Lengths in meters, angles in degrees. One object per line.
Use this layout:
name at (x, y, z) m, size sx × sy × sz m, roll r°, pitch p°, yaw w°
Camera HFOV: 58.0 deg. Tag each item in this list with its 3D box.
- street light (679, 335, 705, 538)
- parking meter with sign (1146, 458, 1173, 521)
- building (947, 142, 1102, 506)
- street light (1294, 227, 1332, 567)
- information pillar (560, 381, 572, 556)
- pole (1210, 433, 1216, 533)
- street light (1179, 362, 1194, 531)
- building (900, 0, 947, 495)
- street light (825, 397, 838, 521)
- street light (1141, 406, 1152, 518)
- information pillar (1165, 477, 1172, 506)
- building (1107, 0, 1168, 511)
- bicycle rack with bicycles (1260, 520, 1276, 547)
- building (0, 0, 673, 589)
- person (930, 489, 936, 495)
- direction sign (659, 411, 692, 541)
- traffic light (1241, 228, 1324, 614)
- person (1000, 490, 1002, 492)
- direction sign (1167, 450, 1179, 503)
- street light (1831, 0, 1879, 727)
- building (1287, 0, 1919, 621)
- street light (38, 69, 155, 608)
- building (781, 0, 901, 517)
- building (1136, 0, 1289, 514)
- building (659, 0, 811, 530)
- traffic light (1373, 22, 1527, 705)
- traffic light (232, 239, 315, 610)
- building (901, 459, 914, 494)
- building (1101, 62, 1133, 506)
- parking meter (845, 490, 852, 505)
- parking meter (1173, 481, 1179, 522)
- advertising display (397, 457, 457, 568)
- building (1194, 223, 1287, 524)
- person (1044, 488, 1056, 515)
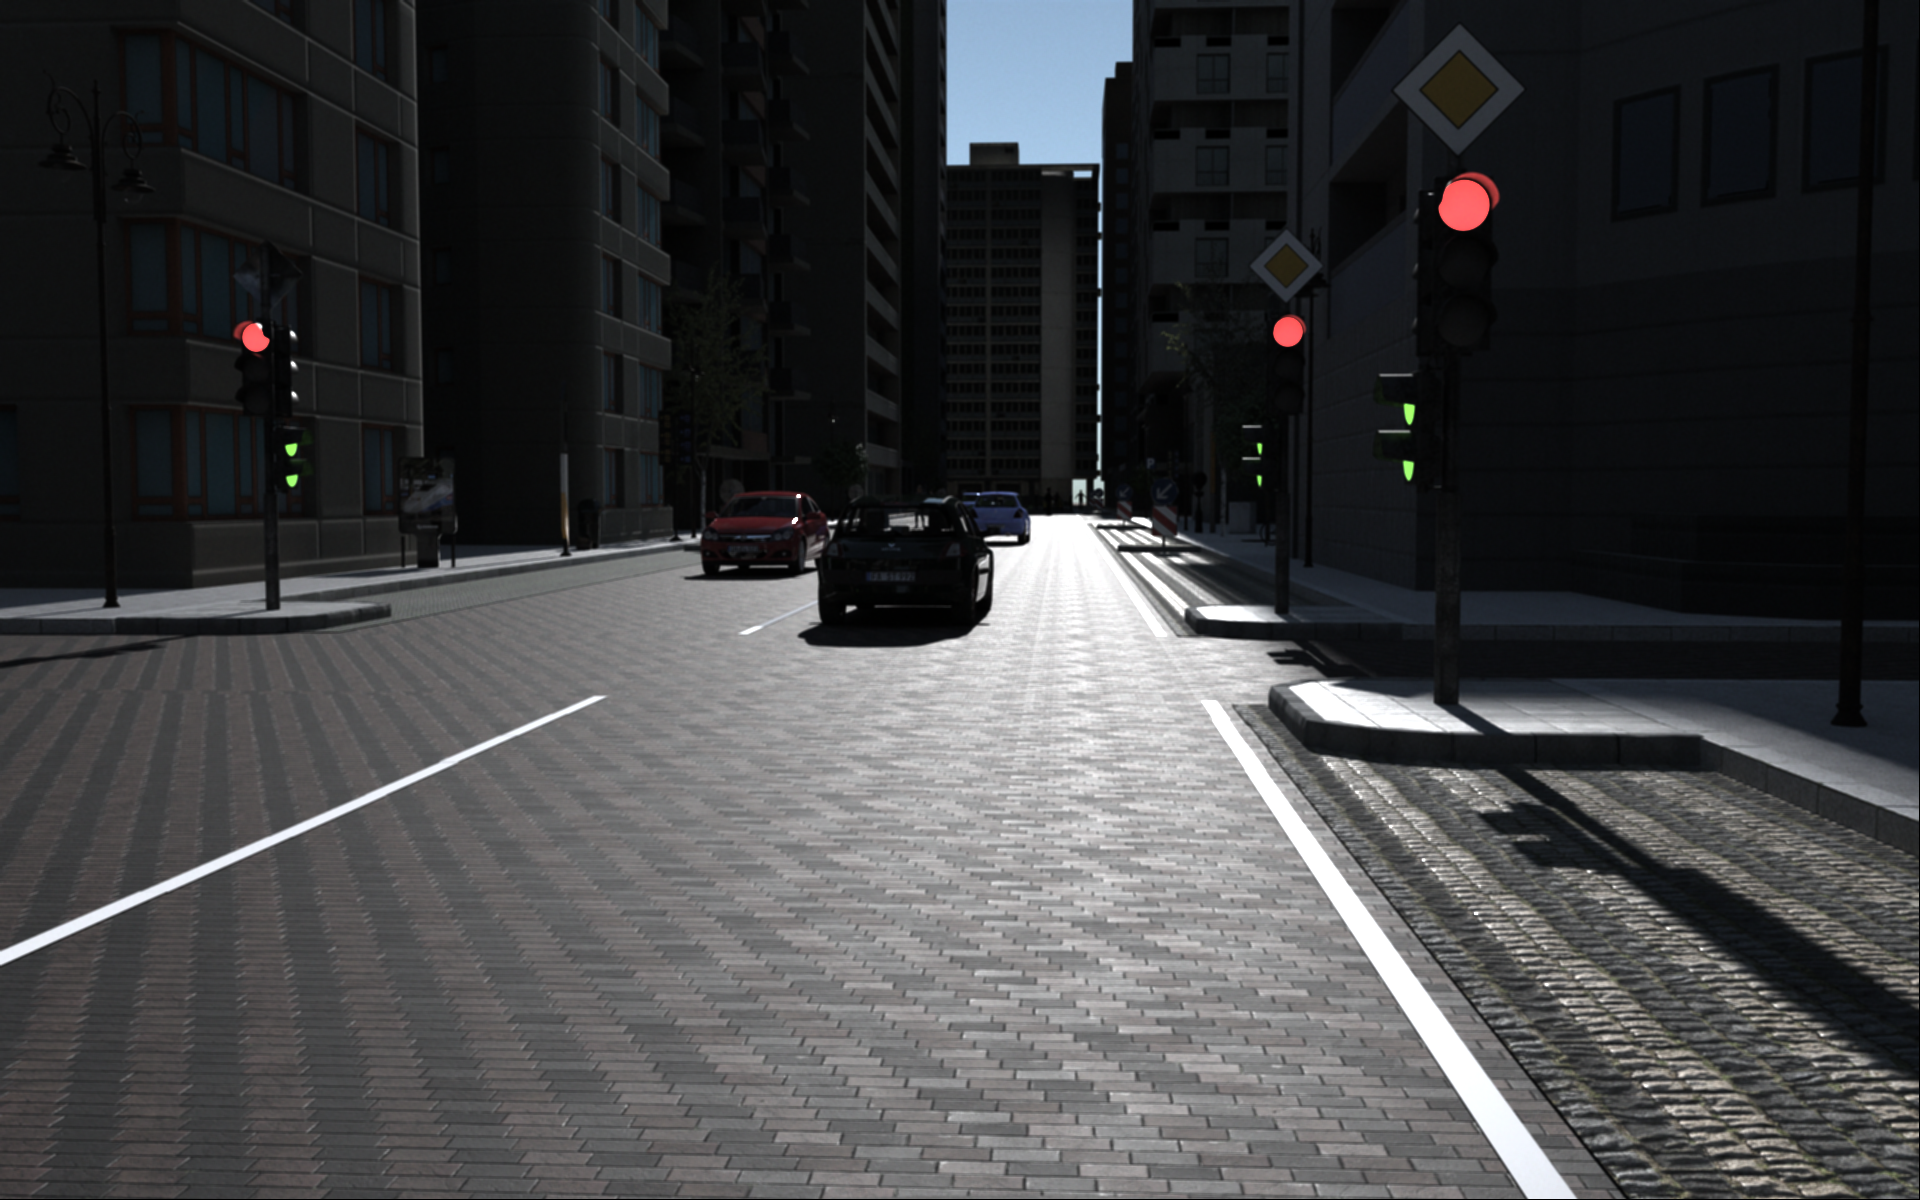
street light at (-7.780, -4.751, 50.460) m, size 0.468 × 5.910 × 1.993 m, roll 0°, pitch 4°, yaw 3°
parking meter with sign at (9.697, -5.345, 83.644) m, size 0.543 × 3.016 × 1.738 m, roll 3°, pitch 5°, yaw 41°
building at (3.745, -30.722, 194.177) m, size 23.993 × 40.220 × 32.217 m, roll 0°, pitch 4°, yaw 3°
street light at (6.127, -3.517, 30.283) m, size 0.468 × 5.910 × 1.993 m, roll 0°, pitch 4°, yaw 3°
information pillar at (-8.162, -2.714, 35.723) m, size 0.183 × 3.616 × 0.504 m, roll 0°, pitch 4°, yaw -5°
pole at (8.318, -3.857, 56.900) m, size 0.158 × 3.312 × 0.155 m, roll 0°, pitch 3°, yaw 0°
street light at (7.961, -5.387, 60.866) m, size 0.468 × 5.910 × 1.993 m, roll 0°, pitch 4°, yaw 3°
building at (-15.505, -37.784, 159.770) m, size 28.212 × 58.520 × 21.231 m, roll 0°, pitch 4°, yaw 3°
street light at (-5.967, -6.612, 80.894) m, size 0.468 × 5.910 × 1.993 m, roll 0°, pitch 4°, yaw 3°
street light at (9.819, -7.250, 91.322) m, size 0.468 × 5.910 × 1.993 m, roll 0°, pitch 4°, yaw 3°
information pillar at (8.992, -4.297, 74.740) m, size 0.304 × 2.012 × 0.304 m, roll 1°, pitch 4°, yaw 10°
building at (24.049, -43.964, 157.063) m, size 20.563 × 71.187 × 20.611 m, roll 0°, pitch 4°, yaw 3°
bicycle rack with bicycles at (8.630, -1.778, 42.459) m, size 2.925 × 0.926 × 2.852 m, roll 3°, pitch 4°, yaw 39°
building at (-23.304, -11.799, 37.949) m, size 27.650 × 21.520 × 28.899 m, roll 0°, pitch 4°, yaw 3°
person at (-1.786, -6.203, 110.726) m, size 0.445 × 1.727 × 0.742 m, roll 1°, pitch 4°, yaw 19°
direction sign at (-7.748, -3.375, 47.178) m, size 0.876 × 3.537 × 0.379 m, roll -1°, pitch 4°, yaw -13°
traffic light at (3.434, -1.807, 18.469) m, size 0.839 × 4.253 × 0.868 m, roll 0°, pitch 4°, yaw 3°
person at (3.163, -7.757, 136.041) m, size 1.217 × 1.735 × 0.721 m, roll -1°, pitch 4°, yaw -12°
direction sign at (10.844, -5.891, 88.312) m, size 0.876 × 3.537 × 0.379 m, roll -3°, pitch 5°, yaw -42°
street light at (4.937, -2.242, 9.441) m, size 0.468 × 5.910 × 1.993 m, roll 0°, pitch 4°, yaw 3°
building at (20.262, -29.527, 24.766) m, size 28.212 × 58.520 × 21.231 m, roll 0°, pitch 4°, yaw 3°
street light at (-9.625, -2.855, 19.471) m, size 0.468 × 5.910 × 1.993 m, roll 0°, pitch 4°, yaw 3°
building at (-15.211, -29.437, 104.994) m, size 21.300 × 48.544 × 21.600 m, roll 0°, pitch 4°, yaw 3°
building at (25.582, -32.027, 112.876) m, size 28.713 × 52.752 × 27.495 m, roll 0°, pitch 4°, yaw 3°
building at (-18.495, -25.640, 73.833) m, size 22.147 × 44.769 × 28.867 m, roll 0°, pitch 4°, yaw 3°
traffic light at (2.961, -1.320, 10.498) m, size 0.839 × 4.253 × 0.868 m, roll 0°, pitch 4°, yaw 3°
traffic light at (-7.608, -1.846, 19.107) m, size 0.839 × 4.253 × 0.868 m, roll 0°, pitch 4°, yaw 3°
building at (-14.024, -42.023, 125.336) m, size 20.563 × 71.187 × 20.611 m, roll 0°, pitch 4°, yaw 3°
building at (22.213, -32.585, 182.882) m, size 14.200 × 45.320 × 14.600 m, roll 0°, pitch 4°, yaw 3°
parking meter at (-6.076, -5.276, 94.669) m, size 0.372 × 1.533 × 0.369 m, roll 0°, pitch 3°, yaw 0°
parking meter at (9.959, -4.535, 79.858) m, size 0.255 × 1.863 × 0.399 m, roll 0°, pitch 4°, yaw -2°
advertising display at (-9.285, -1.529, 30.206) m, size 0.974 × 1.923 × 0.123 m, roll 0°, pitch 4°, yaw -7°
building at (21.688, -46.086, 66.185) m, size 22.319 × 86.520 × 31.000 m, roll 0°, pitch 4°, yaw 3°
person at (6.016, -6.651, 116.878) m, size 0.705 × 1.869 × 1.348 m, roll -2°, pitch 4°, yaw -28°
